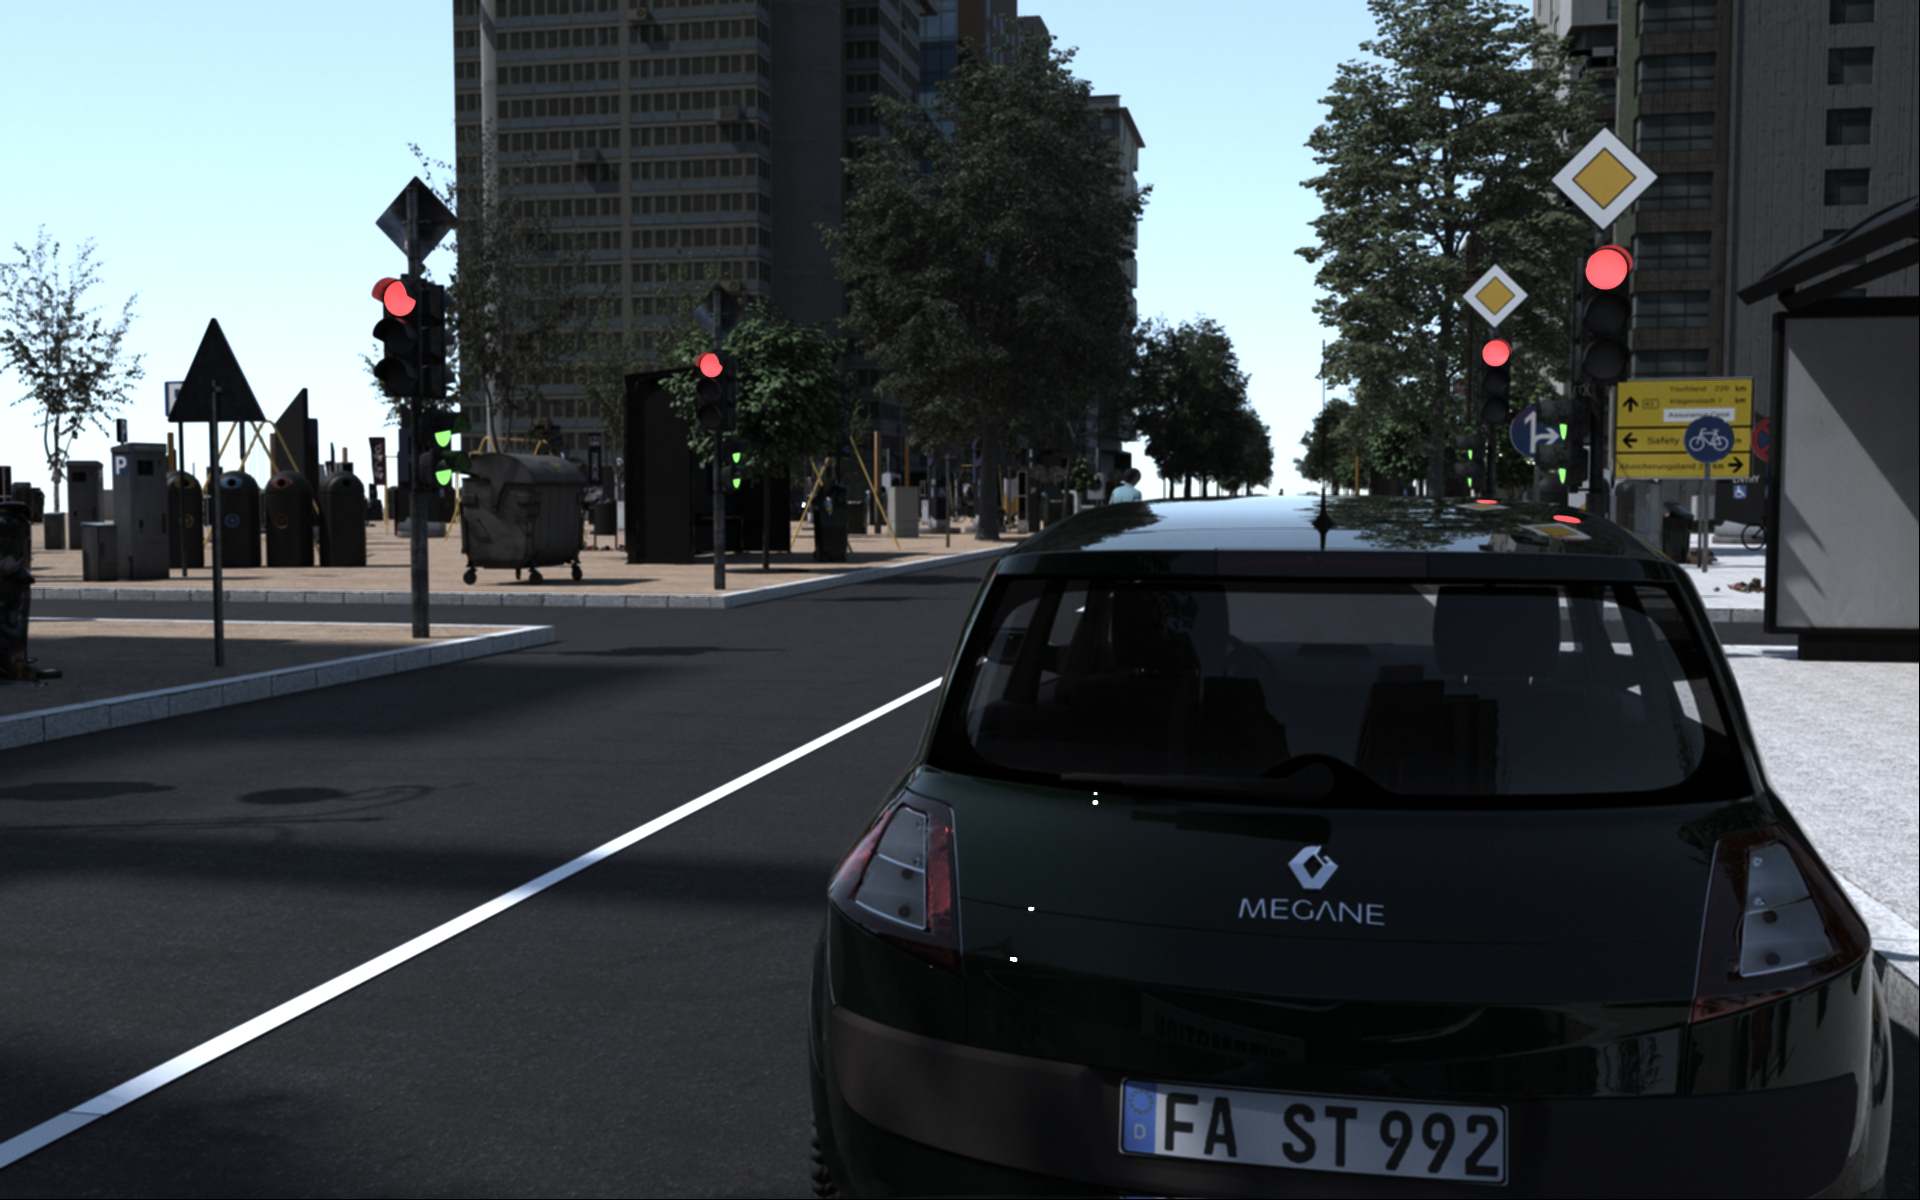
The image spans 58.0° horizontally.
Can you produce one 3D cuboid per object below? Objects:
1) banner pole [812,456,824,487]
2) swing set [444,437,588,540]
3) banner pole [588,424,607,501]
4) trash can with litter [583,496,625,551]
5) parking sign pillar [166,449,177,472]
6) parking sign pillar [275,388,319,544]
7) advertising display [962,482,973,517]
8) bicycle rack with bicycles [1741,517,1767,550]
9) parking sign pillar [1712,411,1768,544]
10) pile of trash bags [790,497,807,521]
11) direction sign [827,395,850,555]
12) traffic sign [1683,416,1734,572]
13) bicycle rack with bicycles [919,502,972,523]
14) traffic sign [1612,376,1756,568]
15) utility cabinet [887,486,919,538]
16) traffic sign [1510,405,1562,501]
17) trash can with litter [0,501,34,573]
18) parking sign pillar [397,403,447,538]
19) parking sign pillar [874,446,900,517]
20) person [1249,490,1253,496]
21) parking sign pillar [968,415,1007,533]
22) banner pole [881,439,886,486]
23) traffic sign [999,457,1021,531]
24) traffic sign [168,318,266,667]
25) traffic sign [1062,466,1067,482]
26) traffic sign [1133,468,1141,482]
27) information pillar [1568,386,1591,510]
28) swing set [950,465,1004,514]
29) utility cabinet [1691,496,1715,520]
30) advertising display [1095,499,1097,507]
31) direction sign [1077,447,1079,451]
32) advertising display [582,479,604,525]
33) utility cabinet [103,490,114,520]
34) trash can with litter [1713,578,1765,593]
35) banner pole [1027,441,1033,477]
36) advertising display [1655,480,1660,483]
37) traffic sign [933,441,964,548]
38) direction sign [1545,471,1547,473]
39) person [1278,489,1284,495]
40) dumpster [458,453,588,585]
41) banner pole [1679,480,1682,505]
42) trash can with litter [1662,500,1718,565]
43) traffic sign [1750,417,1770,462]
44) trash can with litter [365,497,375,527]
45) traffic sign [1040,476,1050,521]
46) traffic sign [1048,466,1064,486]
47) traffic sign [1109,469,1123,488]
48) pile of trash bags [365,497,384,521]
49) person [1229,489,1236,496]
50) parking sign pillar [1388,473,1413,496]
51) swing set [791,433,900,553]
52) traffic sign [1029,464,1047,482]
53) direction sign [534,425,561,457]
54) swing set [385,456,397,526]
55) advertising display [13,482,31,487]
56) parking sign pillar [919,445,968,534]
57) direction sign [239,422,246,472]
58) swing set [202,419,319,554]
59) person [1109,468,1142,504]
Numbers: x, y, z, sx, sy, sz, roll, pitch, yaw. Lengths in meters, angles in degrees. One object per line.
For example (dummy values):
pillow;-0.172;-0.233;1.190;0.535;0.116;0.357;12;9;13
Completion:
banner pole;-6.508;-5.440;78.963;0.863;3.779;0.401;-3;5;-39
swing set;-12.521;-3.120;48.635;2.862;2.851;3.119;1;4;18
banner pole;-12.974;-4.425;62.365;0.863;3.779;0.401;0;4;-4
trash can with litter;-7.689;-1.721;39.199;2.233;1.210;1.678;1;4;9
parking sign pillar;-47.418;-7.031;103.423;1.447;3.967;1.447;1;4;22
parking sign pillar;-17.046;-3.429;44.533;1.447;3.967;1.447;3;4;36
advertising display;0.596;-5.499;95.117;0.974;1.923;0.123;1;4;9
bicycle rack with bicycles;19.562;-1.562;38.921;2.852;0.926;2.925;-2;4;-27
parking sign pillar;20.287;-3.446;44.808;1.447;3.967;1.447;-3;4;-39
pile of trash bags;-8.771;-4.530;83.823;3.447;1.369;1.912;3;4;37
direction sign;-2.549;-2.719;36.452;0.379;3.537;0.876;2;4;28
traffic sign;12.197;-1.724;28.286;0.768;2.556;0.104;1;4;13
bicycle rack with bicycles;-0.850;-3.978;78.428;2.925;0.926;2.852;-2;4;-25
traffic sign;12.602;-2.224;30.238;2.265;3.308;0.079;1;4;19
utility cabinet;-1.677;-2.574;50.770;0.318;1.500;1.173;2;4;34
traffic sign;8.260;-1.511;24.817;0.768;2.556;0.104;1;4;16
trash can with litter;-14.722;-0.946;26.855;0.624;1.170;1.055;-2;4;-27
parking sign pillar;-15.939;-3.839;51.234;1.447;3.967;1.447;1;4;9
parking sign pillar;-3.615;-5.965;86.003;1.447;3.967;1.447;0;4;-5
person;30.734;-10.648;182.684;0.705;1.814;1.350;3;5;42
parking sign pillar;0.867;-4.270;58.293;1.447;3.967;1.447;-1;4;-21
banner pole;-3.494;-5.429;78.780;0.401;3.779;0.863;1;4;16
traffic sign;1.727;-3.679;60.251;0.768;2.556;0.104;1;4;15
traffic sign;-5.510;-0.784;12.816;0.884;2.594;0.081;1;4;19
traffic sign;4.861;-4.768;78.060;0.768;2.556;0.104;1;4;14
traffic sign;8.439;-5.158;84.434;0.768;2.556;0.104;1;4;18
information pillar;10.700;-2.348;29.742;0.504;3.616;0.183;1;4;13
swing set;0.835;-5.858;93.391;3.119;2.851;2.862;1;4;12
utility cabinet;29.559;-3.534;68.945;1.020;1.237;0.306;-2;4;-28
advertising display;6.893;-4.919;85.637;0.123;1.923;0.974;-1;4;-15
direction sign;5.702;-5.631;84.063;0.379;3.537;0.876;1;4;8
advertising display;-15.476;-4.145;72.981;0.974;1.923;0.123;-3;4;-38
utility cabinet;-41.641;-4.636;84.473;0.318;1.500;1.173;0;4;-2
trash can with litter;10.800;-0.721;22.845;1.678;1.210;2.233;0;4;8
banner pole;3.256;-5.553;80.807;0.401;3.779;0.863;-1;4;-15
advertising display;25.390;-3.606;64.164;0.974;1.923;0.123;3;5;40
traffic sign;-0.288;-2.532;41.505;0.768;2.556;0.104;1;4;15
direction sign;15.714;-3.331;46.467;0.876;3.537;0.379;-2;4;-26
person;23.356;-7.172;125.743;0.705;1.826;1.348;-2;4;-26
dumpster;-6.320;-1.180;25.059;1.264;1.857;1.865;1;4;11
banner pole;30.008;-5.020;72.094;0.401;3.779;0.863;1;4;21
trash can with litter;13.386;-1.247;31.778;0.624;1.170;1.055;-2;4;-35
traffic sign;13.254;-1.719;28.212;0.768;2.556;0.104;1;4;12
trash can with litter;-23.864;-3.478;67.921;1.678;1.210;2.233;3;5;41
traffic sign;3.838;-5.039;82.389;0.884;2.594;0.081;1;4;20
traffic sign;4.272;-4.724;77.337;0.768;2.556;0.104;1;4;17
traffic sign;7.940;-5.395;88.320;0.768;2.556;0.104;1;4;16
pile of trash bags;-28.806;-4.500;83.321;1.912;1.369;3.447;-1;4;-11
person;15.455;-5.461;98.455;0.551;1.740;0.621;3;5;40
parking sign pillar;17.531;-4.917;68.867;1.447;3.967;1.447;3;5;41
swing set;-3.255;-2.560;39.482;2.862;2.851;3.119;1;4;19
traffic sign;3.308;-4.510;73.852;0.768;2.556;0.104;1;4;15
direction sign;-13.614;-3.990;57.238;0.876;3.537;0.379;-2;4;-32
swing set;-22.357;-4.522;71.546;3.119;2.851;2.862;-1;4;-20
advertising display;-50.707;-5.411;93.676;0.974;1.923;0.123;0;4;7
parking sign pillar;-0.701;-4.138;56.128;1.447;3.967;1.447;-1;4;-12
direction sign;-15.858;-2.833;38.313;0.379;3.537;0.876;-2;4;-28
swing set;-14.282;-2.303;35.271;2.862;2.851;3.119;-1;4;-13
person;2.452;-1.080;26.177;0.660;1.820;0.620;3;4;37
